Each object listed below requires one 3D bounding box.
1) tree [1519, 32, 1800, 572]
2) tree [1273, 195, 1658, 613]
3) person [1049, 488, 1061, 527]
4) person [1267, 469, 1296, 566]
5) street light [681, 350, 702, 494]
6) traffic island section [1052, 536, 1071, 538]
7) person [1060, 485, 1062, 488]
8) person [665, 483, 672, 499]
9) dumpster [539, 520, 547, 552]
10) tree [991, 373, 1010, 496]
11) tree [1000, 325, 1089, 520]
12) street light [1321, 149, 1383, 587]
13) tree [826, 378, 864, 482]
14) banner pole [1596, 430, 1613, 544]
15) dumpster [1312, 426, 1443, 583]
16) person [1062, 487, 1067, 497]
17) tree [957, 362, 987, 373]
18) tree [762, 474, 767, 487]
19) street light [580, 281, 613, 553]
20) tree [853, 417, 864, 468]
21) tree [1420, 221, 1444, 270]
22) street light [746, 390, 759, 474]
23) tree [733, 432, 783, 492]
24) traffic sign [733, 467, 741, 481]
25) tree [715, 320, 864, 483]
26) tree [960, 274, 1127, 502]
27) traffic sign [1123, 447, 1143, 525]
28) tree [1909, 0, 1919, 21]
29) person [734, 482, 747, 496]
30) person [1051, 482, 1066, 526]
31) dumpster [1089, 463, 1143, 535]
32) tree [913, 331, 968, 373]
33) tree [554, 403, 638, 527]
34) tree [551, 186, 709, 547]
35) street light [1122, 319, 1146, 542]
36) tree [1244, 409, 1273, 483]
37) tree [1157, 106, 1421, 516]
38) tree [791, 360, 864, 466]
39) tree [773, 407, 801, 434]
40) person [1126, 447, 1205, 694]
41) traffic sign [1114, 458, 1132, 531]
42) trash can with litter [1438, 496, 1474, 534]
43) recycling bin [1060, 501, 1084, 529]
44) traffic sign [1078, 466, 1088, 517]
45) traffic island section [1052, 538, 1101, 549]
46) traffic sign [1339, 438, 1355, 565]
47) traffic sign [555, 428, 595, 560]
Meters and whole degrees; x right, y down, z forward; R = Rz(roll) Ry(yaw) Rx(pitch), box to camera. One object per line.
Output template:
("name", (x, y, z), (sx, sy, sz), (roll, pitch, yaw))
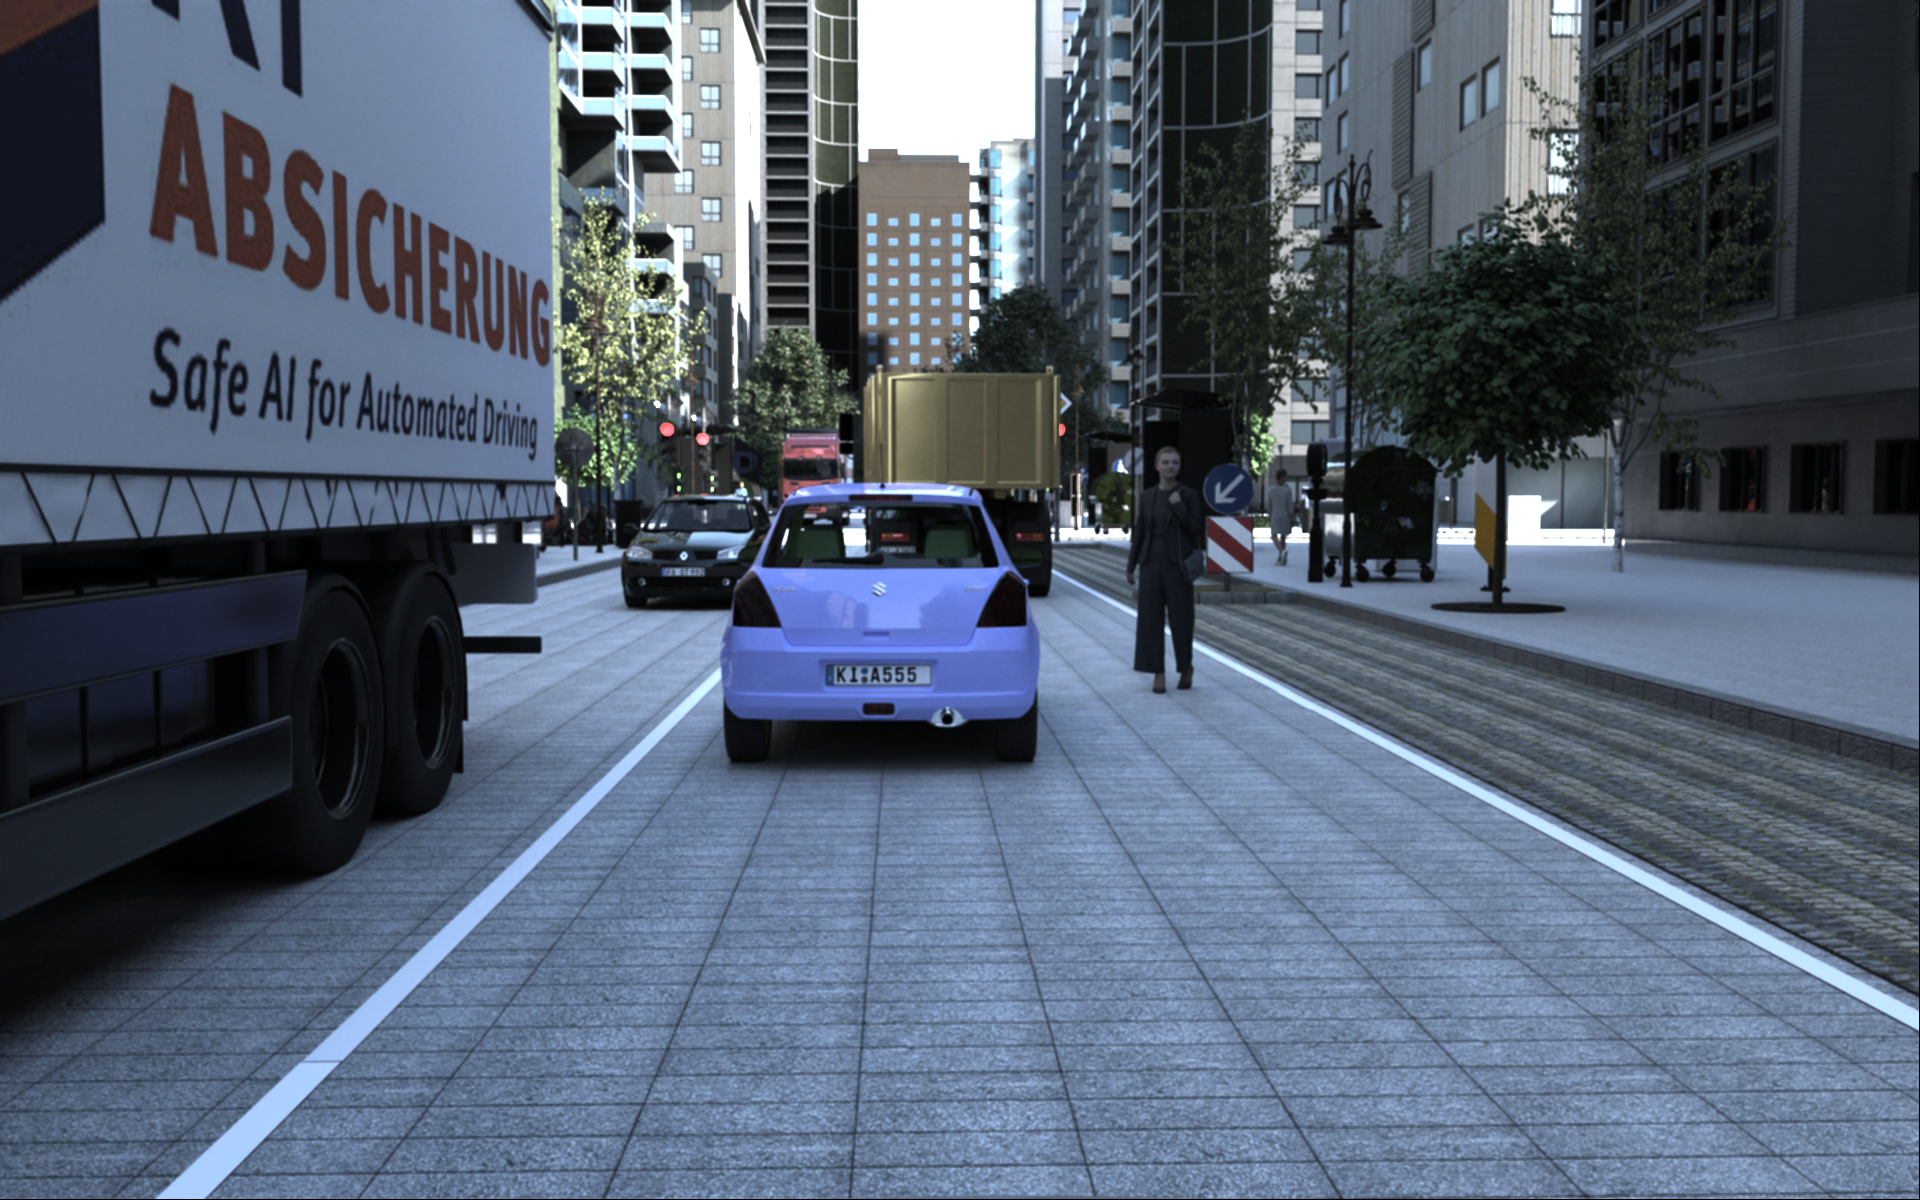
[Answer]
("tree", (10.869, -4.751, 28.043), (4.737, 8.622, 4.395), (0, 3, 0))
("tree", (5.908, -2.170, 19.196), (4.285, 4.588, 4.351), (0, 3, 0))
("person", (3.861, -3.778, 68.402), (0.643, 1.750, 0.593), (-1, 4, -18))
("person", (5.729, -1.468, 30.793), (0.466, 1.731, 0.760), (-1, 4, -11))
("street light", (-8.466, -5.012, 54.738), (0.468, 5.910, 1.993), (0, 4, -2))
("traffic island section", (2.357, -1.958, 54.292), (2.009, 0.180, 2.903), (0, 4, -2))
("person", (6.255, -6.288, 108.732), (0.514, 1.842, 0.818), (1, 4, 18))
("person", (-14.240, -4.818, 84.844), (0.620, 1.820, 0.660), (1, 4, 9))
("dumpster", (-9.746, -1.950, 37.633), (1.264, 1.857, 1.865), (0, 4, -2))
("tree", (2.914, -10.883, 112.349), (8.767, 10.594, 7.601), (2, 4, 29))
("tree", (3.717, -7.592, 74.488), (4.360, 8.622, 3.978), (0, 3, 0))
("street light", (5.332, -3.116, 23.727), (0.468, 5.910, 1.993), (0, 4, -2))
("tree", (-12.476, -15.187, 166.440), (7.486, 12.596, 7.792), (0, 3, 0))
("banner pole", (16.722, -3.353, 44.846), (0.401, 3.779, 0.863), (1, 4, 19))
("dumpster", (6.221, -1.429, 25.855), (1.502, 2.255, 1.985), (0, 4, -2))
("person", (8.401, -8.408, 143.145), (1.348, 1.869, 0.705), (3, 5, 39))
("tree", (2.960, -11.974, 121.530), (9.928, 11.665, 9.643), (0, 3, 0))
("tree", (-10.706, -5.611, 86.349), (1.663, 3.219, 1.824), (0, 3, 0))
("street light", (-7.887, -3.972, 37.724), (0.468, 5.910, 1.993), (0, 4, -2))
("tree", (-12.916, -15.447, 178.305), (9.928, 11.665, 9.643), (0, 3, 0))
("tree", (10.055, -5.620, 42.243), (4.737, 8.622, 4.395), (0, 3, 0))
("street light", (-9.144, -6.353, 76.652), (0.468, 5.910, 1.993), (0, 4, -2))
("tree", (-10.690, -6.602, 91.658), (4.285, 4.588, 4.351), (0, 3, 0))
("traffic sign", (-9.216, -4.243, 69.376), (0.884, 2.594, 0.081), (0, 4, 1))
("tree", (-11.373, -12.062, 114.215), (9.611, 12.733, 9.660), (0, 3, 0))
("tree", (3.538, -10.629, 90.796), (9.611, 12.733, 9.660), (0, 3, 0))
("traffic sign", (4.823, -2.883, 47.244), (0.768, 2.556, 0.104), (0, 4, 6))
("tree", (6.309, -5.081, 8.828), (9.928, 11.665, 9.643), (0, 3, 0))
("person", (-8.846, -3.884, 69.897), (0.601, 1.785, 0.444), (-1, 4, -19))
("person", (3.895, -3.870, 69.498), (0.721, 1.800, 0.419), (2, 4, 25))
("dumpster", (4.938, -3.200, 54.806), (1.502, 2.255, 1.985), (0, 4, -2))
("tree", (-1.132, -21.267, 203.604), (12.611, 20.169, 13.585), (0, 3, 0))
("tree", (-13.729, -4.823, 62.562), (4.285, 4.588, 4.351), (0, 3, 0))
("tree", (-8.212, -5.580, 41.591), (4.737, 8.622, 4.395), (0, 3, 0))
("street light", (4.595, -4.471, 45.896), (0.468, 5.910, 1.993), (0, 4, -2))
("tree", (9.019, -4.557, 58.223), (4.285, 4.588, 4.351), (0, 3, 0))
("tree", (5.841, -5.114, 33.975), (4.737, 8.622, 4.395), (0, 3, 0))
("tree", (-12.265, -14.978, 155.258), (12.009, 13.543, 11.850), (0, 3, 0))
("tree", (-11.686, -10.614, 123.895), (4.737, 8.622, 4.395), (0, 3, 0))
("person", (1.494, -0.226, 12.609), (0.576, 1.772, 0.534), (0, 4, 7))
("traffic sign", (5.712, -3.706, 60.696), (0.768, 2.556, 0.104), (0, 4, 3))
("trash can with litter", (15.857, -2.728, 55.659), (1.678, 1.210, 2.233), (-3, 5, -41))
("recycling bin", (4.165, -3.179, 64.531), (0.722, 1.027, 0.722), (-1, 4, -23))
("traffic sign", (5.654, -4.833, 79.133), (0.768, 2.556, 0.104), (0, 4, -1))
("traffic island section", (2.615, -1.470, 46.311), (2.009, 0.180, 2.903), (0, 4, -2))
("traffic sign", (6.835, -1.770, 31.065), (0.606, 2.300, 0.079), (0, 4, 0))
("traffic sign", (-7.434, -2.038, 33.422), (0.768, 2.556, 0.104), (0, 4, 0))
